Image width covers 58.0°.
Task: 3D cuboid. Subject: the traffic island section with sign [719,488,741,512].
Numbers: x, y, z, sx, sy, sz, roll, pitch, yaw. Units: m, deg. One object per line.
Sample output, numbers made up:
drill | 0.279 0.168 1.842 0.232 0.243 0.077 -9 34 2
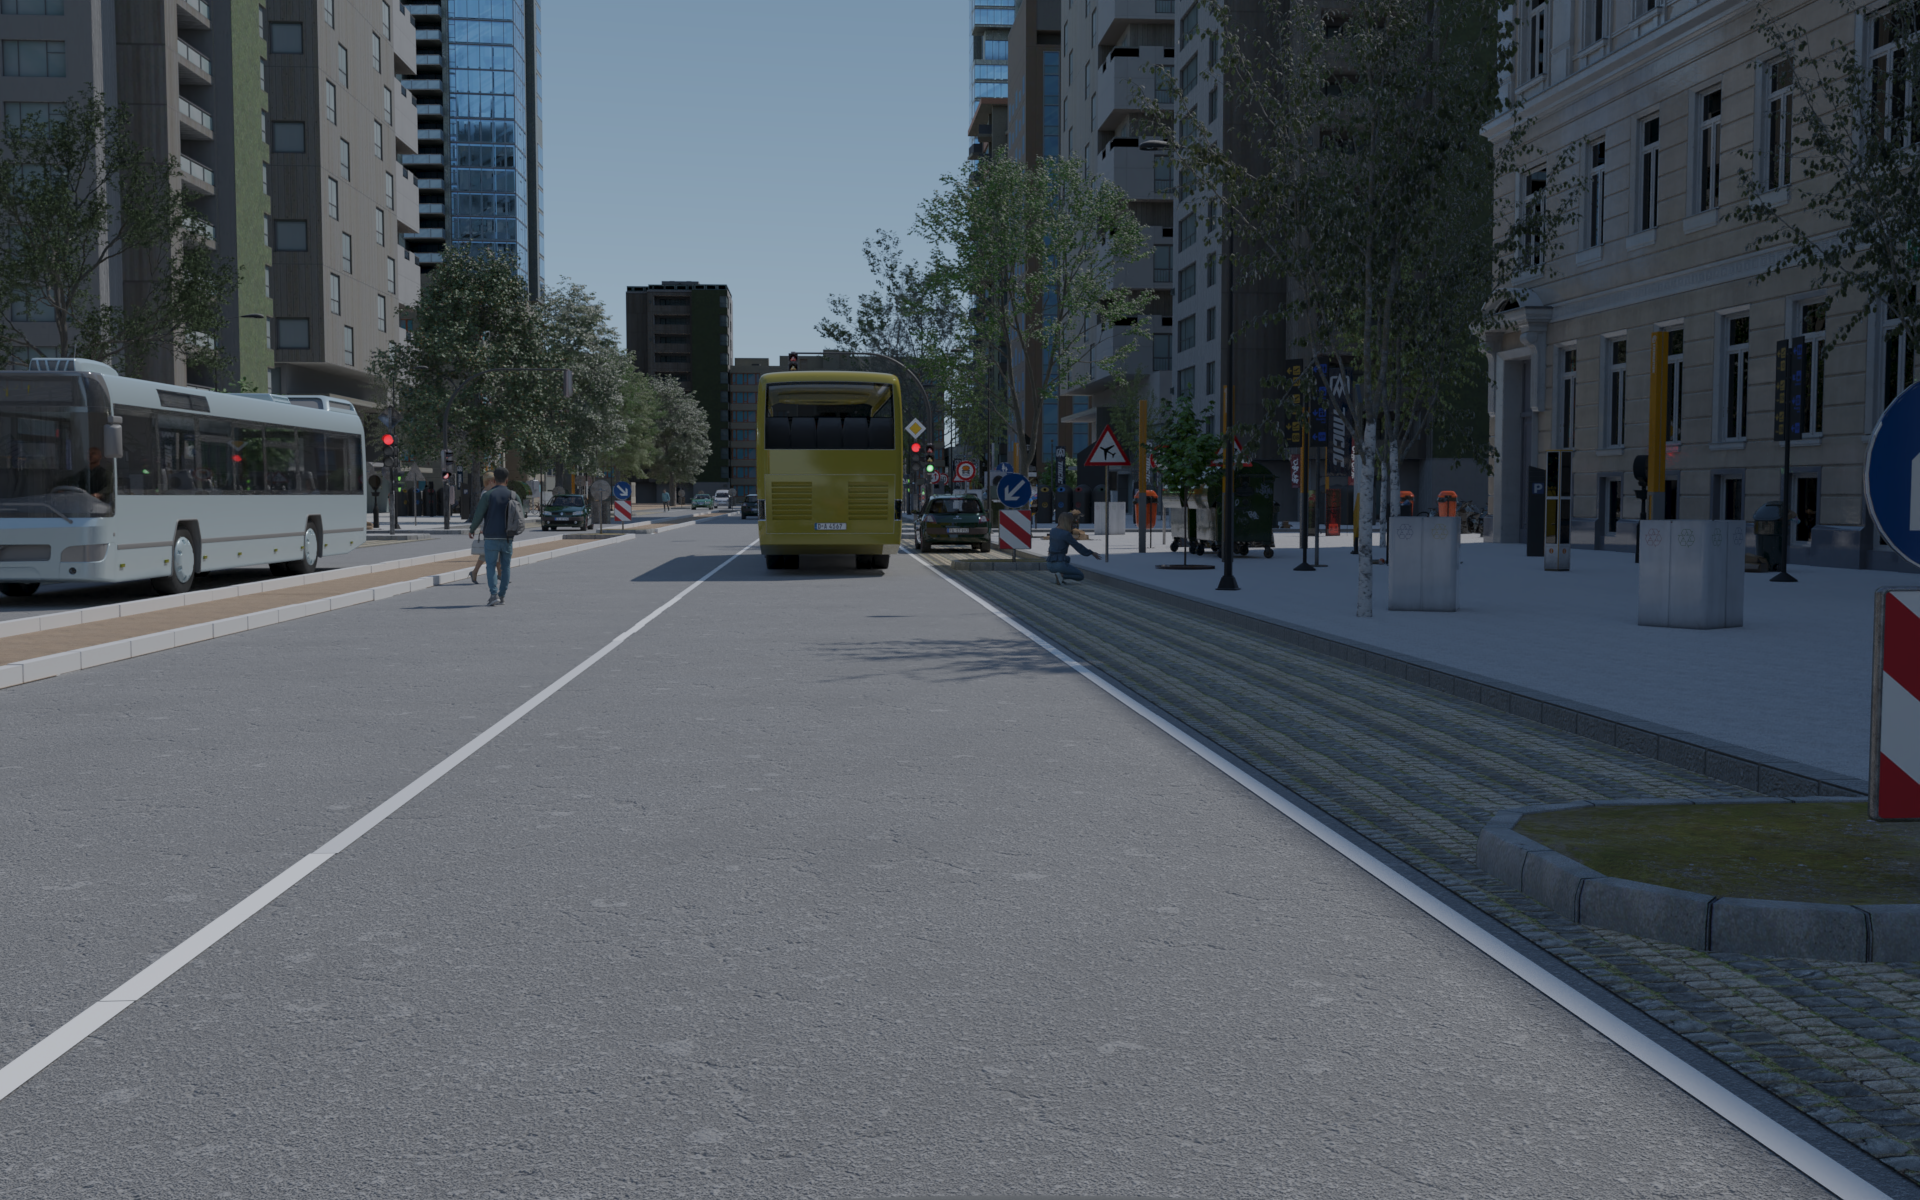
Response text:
traffic island section with sign | -18.134 -7.920 137.635 2.006 1.907 1.989 0 4 -5

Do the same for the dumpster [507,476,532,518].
dumpster | -23.257 -5.382 90.491 1.502 2.255 1.985 0 4 -4

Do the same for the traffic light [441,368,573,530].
traffic light | -16.434 -5.380 62.639 4.771 5.953 1.251 0 4 -5

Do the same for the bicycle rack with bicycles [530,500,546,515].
bicycle rack with bicycles | -25.029 -5.816 108.469 2.925 0.926 2.852 2 4 31

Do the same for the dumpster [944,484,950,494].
dumpster | -1.251 -6.351 106.336 1.502 2.255 1.985 0 4 -5

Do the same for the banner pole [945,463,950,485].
banner pole | -0.977 -9.133 139.339 0.401 3.779 0.863 2 4 33

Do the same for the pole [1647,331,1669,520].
pole | 8.793 -1.713 21.856 0.158 3.312 0.155 0 3 0

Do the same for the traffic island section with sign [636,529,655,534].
traffic island section with sign | -12.141 -3.339 62.735 2.006 1.907 1.989 0 4 -5

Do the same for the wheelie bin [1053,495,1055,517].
wheelie bin | 5.038 -5.539 98.471 0.693 1.594 0.980 0 4 7

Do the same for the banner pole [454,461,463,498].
banner pole | -37.528 -8.530 129.488 0.863 3.779 0.401 -3 4 -38

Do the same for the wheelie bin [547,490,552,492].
wheelie bin | -30.088 -7.313 127.471 0.980 1.594 0.693 1 4 16

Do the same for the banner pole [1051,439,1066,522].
banner pole | 4.450 -5.469 79.430 0.863 3.779 0.401 0 4 -4

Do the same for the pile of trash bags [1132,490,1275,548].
pile of trash bags | 5.752 -1.954 41.693 3.447 1.369 1.912 -1 4 -20

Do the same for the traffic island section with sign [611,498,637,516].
traffic island section with sign | -22.332 -6.444 113.991 1.989 1.847 2.006 0 4 -5

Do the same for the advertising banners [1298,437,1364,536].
advertising banners | 11.378 -3.469 52.901 2.074 3.025 0.090 -1 4 -15

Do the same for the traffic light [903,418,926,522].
traffic light | -1.655 -4.580 63.796 0.839 4.253 0.868 0 4 -5

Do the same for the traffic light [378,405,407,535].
traffic light | -17.876 -4.010 54.478 0.839 4.253 0.868 0 4 -5

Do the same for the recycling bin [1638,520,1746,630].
recycling bin | 7.096 -0.260 16.804 0.722 1.027 0.722 -3 4 -36

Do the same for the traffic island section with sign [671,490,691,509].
traffic island section with sign | -26.373 -9.530 164.437 1.989 1.847 2.006 0 4 -5

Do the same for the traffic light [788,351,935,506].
traffic light | -3.098 -4.946 55.529 4.771 5.953 1.251 0 4 -5

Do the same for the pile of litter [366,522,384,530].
pile of litter | -21.565 -2.944 62.093 1.719 0.858 1.176 -1 4 -10

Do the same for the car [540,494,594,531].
car | -15.464 -3.578 68.293 2.009 1.686 4.222 0 4 -6

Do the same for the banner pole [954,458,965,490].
banner pole | 0.031 -7.117 106.388 0.863 3.779 0.401 0 4 1

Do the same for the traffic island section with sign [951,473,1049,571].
traffic island section with sign | 0.852 -1.496 33.094 1.989 1.847 2.006 0 4 -5

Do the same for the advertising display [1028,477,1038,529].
advertising display | 2.414 -3.562 63.445 0.974 1.923 0.123 -2 4 -26

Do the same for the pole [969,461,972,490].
pole | 0.670 -6.997 108.243 0.158 3.312 0.155 0 3 0

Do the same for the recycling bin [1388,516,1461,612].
recycling bin | 5.160 -0.408 19.229 0.722 1.027 0.722 1 4 20

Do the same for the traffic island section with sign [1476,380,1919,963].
traffic island section with sign | 2.997 0.147 6.224 1.989 1.847 2.006 0 4 -5

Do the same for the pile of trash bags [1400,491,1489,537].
pile of trash bags | 15.787 -2.852 56.375 3.447 1.369 1.912 -1 4 -12

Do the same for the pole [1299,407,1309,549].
pole | 8.091 -2.865 40.678 0.158 3.312 0.155 0 3 0

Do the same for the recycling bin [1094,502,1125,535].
recycling bin | 4.738 -2.581 54.752 0.722 1.027 0.722 -3 5 -41

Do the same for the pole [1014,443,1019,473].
pole | 2.229 -4.581 68.736 0.158 3.312 0.155 0 3 0

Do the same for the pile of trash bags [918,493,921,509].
pile of trash bags | -2.949 -7.606 134.116 1.912 1.369 3.447 0 4 -4

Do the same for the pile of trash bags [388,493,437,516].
pile of trash bags | -32.366 -5.725 103.363 3.447 1.369 1.912 -1 4 -9

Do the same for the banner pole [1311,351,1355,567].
banner pole | 6.493 -2.468 30.362 0.863 3.779 0.401 2 4 35

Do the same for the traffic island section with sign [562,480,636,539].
traffic island section with sign | -11.561 -2.888 55.350 2.006 1.907 1.989 0 4 -5

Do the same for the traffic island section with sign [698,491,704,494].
traffic island section with sign | -28.513 -11.173 191.307 1.989 1.847 2.006 0 4 -5

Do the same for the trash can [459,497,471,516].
trash can | -28.076 -5.298 98.273 0.748 1.137 0.748 0 3 0

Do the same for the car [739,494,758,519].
car | -11.662 -5.475 99.295 2.009 1.686 4.222 0 4 -6

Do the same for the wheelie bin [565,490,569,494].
wheelie bin | -28.057 -7.015 122.605 0.980 1.594 0.693 -3 4 -39

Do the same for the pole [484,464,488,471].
pole | -29.891 -7.061 109.286 0.158 3.312 0.155 0 3 0

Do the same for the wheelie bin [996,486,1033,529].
wheelie bin | 1.715 -2.770 53.195 0.980 1.594 0.693 -1 4 -9

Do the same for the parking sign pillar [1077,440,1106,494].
parking sign pillar | 5.941 -5.492 78.265 1.447 3.967 1.447 0 4 6

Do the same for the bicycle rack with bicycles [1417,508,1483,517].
bicycle rack with bicycles | 18.893 -3.207 65.816 2.925 0.926 2.852 1 4 19

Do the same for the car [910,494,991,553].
car | -0.215 -2.061 43.483 2.009 1.686 4.222 0 4 -5

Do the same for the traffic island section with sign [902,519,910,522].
traffic island section with sign | -3.601 -4.903 88.792 1.989 1.847 2.006 0 4 -5

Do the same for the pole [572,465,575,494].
pole | -25.385 -7.329 113.677 0.158 3.312 0.155 0 3 0

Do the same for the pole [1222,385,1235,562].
pole | 5.042 -2.367 32.539 0.158 3.312 0.155 0 3 0

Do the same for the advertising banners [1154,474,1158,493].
advertising banners | 10.048 -5.725 89.798 0.090 3.025 2.074 1 4 21

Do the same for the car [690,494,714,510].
car | -23.469 -8.929 157.787 2.131 1.459 4.920 0 4 -5

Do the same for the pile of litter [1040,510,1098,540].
pile of litter | 3.080 -2.102 48.338 1.719 0.858 1.176 3 5 42

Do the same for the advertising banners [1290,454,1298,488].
advertising banners | 15.309 -4.842 75.357 2.074 3.025 0.090 2 4 29

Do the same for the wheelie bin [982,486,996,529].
wheelie bin | 1.246 -3.464 64.550 0.980 1.594 0.693 -2 4 -29

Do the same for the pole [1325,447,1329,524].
pole | 14.885 -4.671 70.213 0.158 3.312 0.155 0 3 0

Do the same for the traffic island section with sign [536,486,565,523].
traffic island section with sign | -20.194 -4.801 87.120 1.989 1.847 2.006 0 4 -5

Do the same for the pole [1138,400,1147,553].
pole | 3.982 -2.687 37.769 0.158 3.312 0.155 0 3 0

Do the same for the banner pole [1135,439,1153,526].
banner pole | 7.449 -4.882 69.841 0.863 3.779 0.401 3 5 43

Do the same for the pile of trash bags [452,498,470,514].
pile of trash bags | -33.320 -6.375 113.982 1.912 1.369 3.447 -2 4 -35
